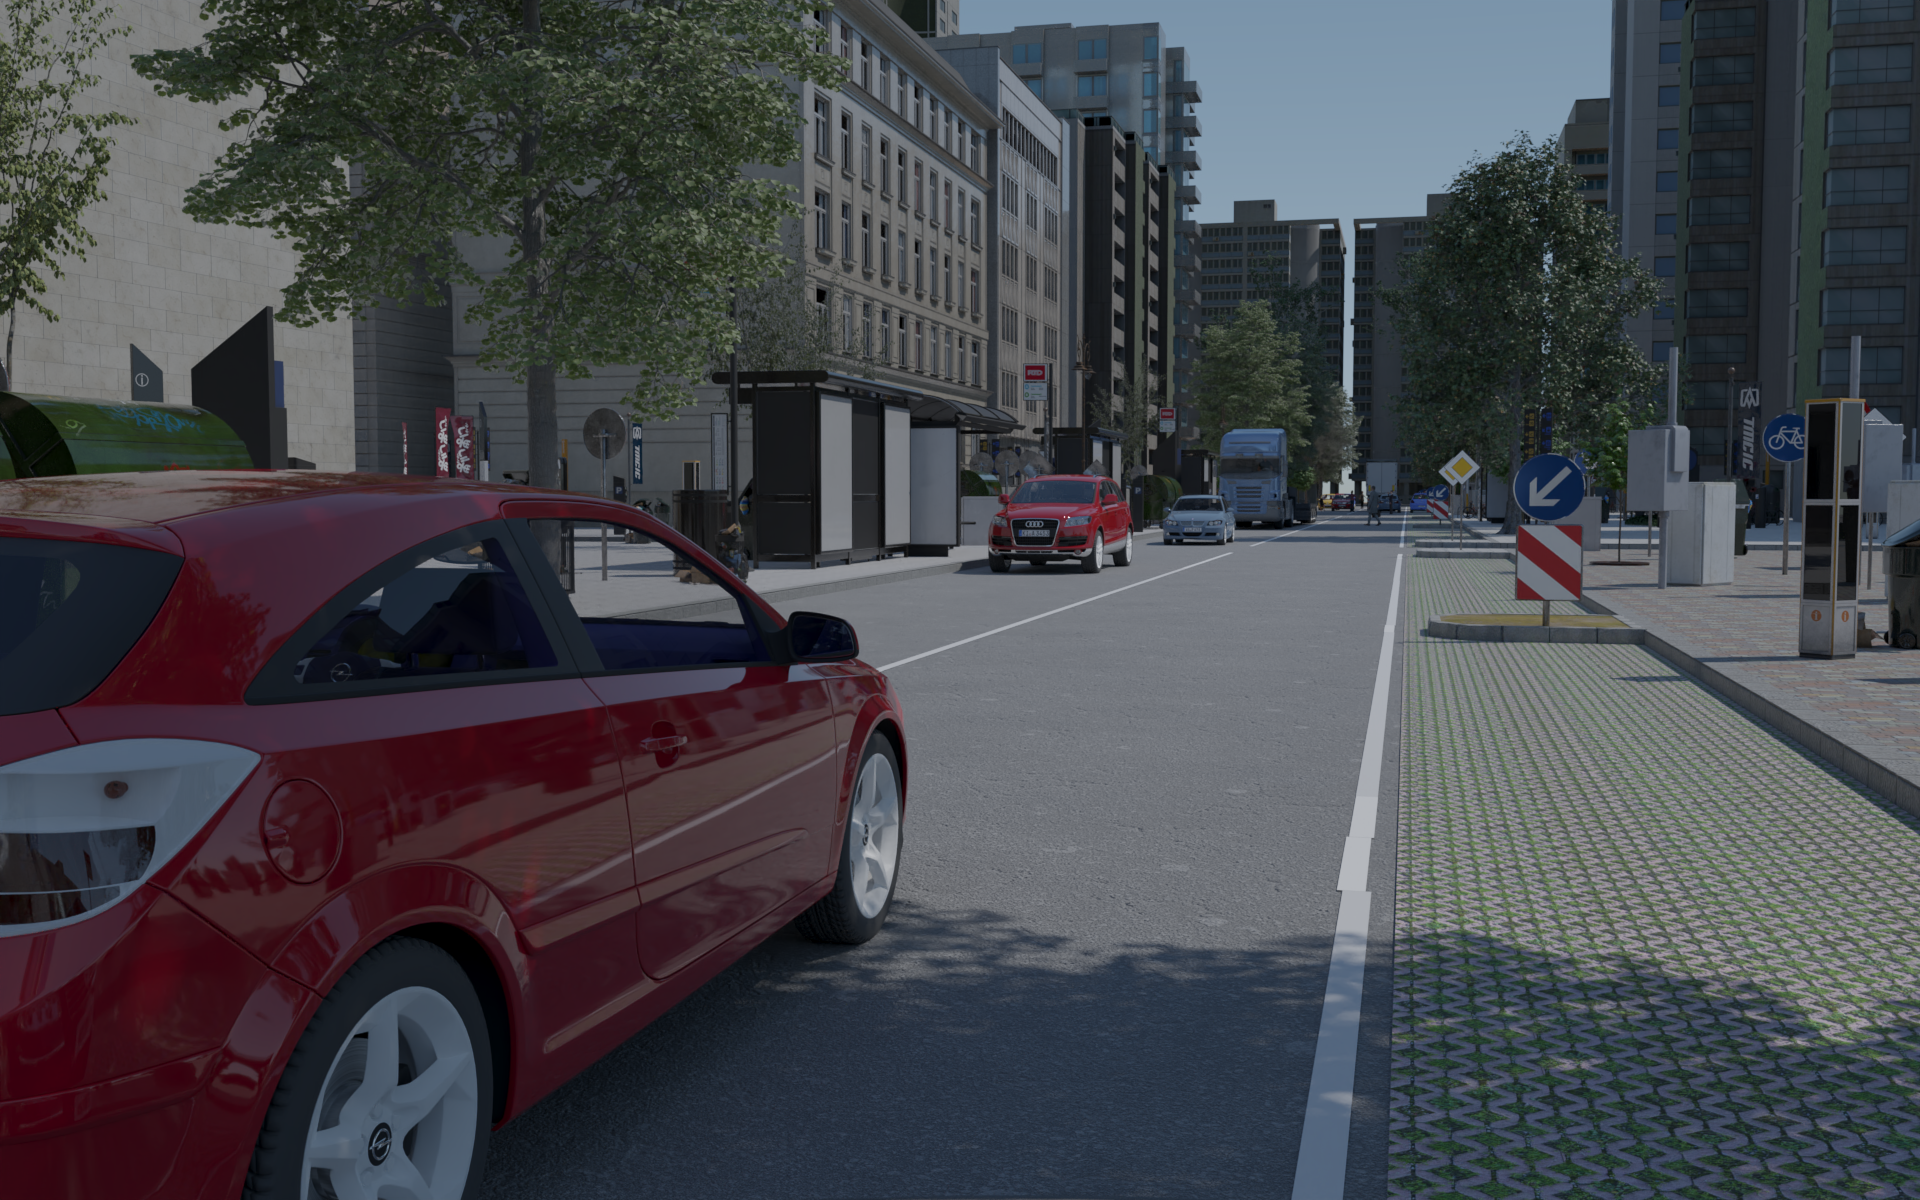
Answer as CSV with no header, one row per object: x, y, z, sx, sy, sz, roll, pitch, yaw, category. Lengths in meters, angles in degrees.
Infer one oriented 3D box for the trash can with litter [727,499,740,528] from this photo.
-7.357,-2.702,55.559,0.624,1.170,1.055,3,5,41,trash can with litter

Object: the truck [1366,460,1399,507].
35.688,-9.637,146.483,2.839,4.237,11.283,1,4,14,truck

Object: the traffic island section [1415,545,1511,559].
11.462,-1.058,39.572,2.009,0.180,2.903,1,4,14,traffic island section

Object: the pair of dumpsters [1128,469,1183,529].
7.307,-3.812,64.825,1.574,2.255,4.437,1,4,15,pair of dumpsters

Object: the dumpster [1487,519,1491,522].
25.248,-4.592,80.833,1.264,1.857,1.865,1,4,14,dumpster

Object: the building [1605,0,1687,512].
61.586,-36.235,134.440,21.231,58.520,28.212,1,4,14,building

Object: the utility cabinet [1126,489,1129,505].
10.541,-6.109,108.554,0.318,1.500,1.173,2,4,34,utility cabinet

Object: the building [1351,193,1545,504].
63.418,-32.688,226.324,23.993,40.220,32.217,1,4,14,building

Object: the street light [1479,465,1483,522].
24.273,-6.589,80.522,0.468,5.910,1.993,1,4,14,street light

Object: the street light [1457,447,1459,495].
34.080,-8.913,118.510,0.468,5.910,1.993,1,4,14,street light

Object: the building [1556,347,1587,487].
71.412,-19.415,162.473,27.650,21.520,28.899,1,4,14,building

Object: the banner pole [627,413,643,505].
-10.071,-3.887,53.566,0.401,3.779,0.863,2,4,29,banner pole

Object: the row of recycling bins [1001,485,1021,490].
2.515,-4.210,75.949,1.069,1.692,3.534,-1,4,-20,row of recycling bins

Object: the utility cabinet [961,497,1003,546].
0.551,-1.955,43.131,1.020,1.237,0.306,-1,4,-11,utility cabinet

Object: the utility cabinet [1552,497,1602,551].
13.898,-1.706,39.054,1.020,1.237,0.306,1,4,13,utility cabinet

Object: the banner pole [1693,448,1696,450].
34.787,-5.657,82.513,0.401,3.779,0.863,-1,4,-13,banner pole

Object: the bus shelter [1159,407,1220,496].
10.971,-6.437,82.876,2.179,5.291,8.768,1,4,14,bus shelter

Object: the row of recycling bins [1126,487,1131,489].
9.712,-5.589,98.498,1.069,1.692,3.534,3,4,38,row of recycling bins

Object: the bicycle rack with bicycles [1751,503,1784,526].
32.167,-3.495,70.517,2.925,0.926,2.852,0,4,-5,bicycle rack with bicycles

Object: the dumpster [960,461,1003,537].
0.307,-2.947,50.681,1.502,2.255,1.985,1,4,14,dumpster

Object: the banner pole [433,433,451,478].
-21.144,-4.931,70.633,0.863,3.779,0.401,0,4,-7,banner pole

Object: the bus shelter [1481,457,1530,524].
23.087,-4.835,72.979,2.014,3.302,5.546,1,4,14,bus shelter

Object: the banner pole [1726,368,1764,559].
15.400,-2.701,34.184,0.401,3.779,0.863,-3,4,-37,banner pole

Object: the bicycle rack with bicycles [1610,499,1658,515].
44.222,-6.185,114.508,2.852,0.926,2.925,0,4,0,bicycle rack with bicycles

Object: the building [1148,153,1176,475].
10.364,-22.975,147.335,14.160,30.474,14.107,1,4,14,building

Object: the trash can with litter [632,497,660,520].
-8.379,-2.041,44.756,0.624,1.170,1.055,-3,5,-41,trash can with litter

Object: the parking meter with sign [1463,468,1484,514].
33.399,-7.181,113.676,1.738,3.016,0.543,0,4,-6,parking meter with sign

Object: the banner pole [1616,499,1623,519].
34.729,-6.157,90.677,0.863,3.779,0.401,-3,5,-45,banner pole

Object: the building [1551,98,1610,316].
84.361,-36.089,213.752,21.600,48.544,21.300,1,4,14,building

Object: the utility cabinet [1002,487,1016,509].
1.291,-2.998,57.702,1.173,1.500,0.318,-2,4,-31,utility cabinet

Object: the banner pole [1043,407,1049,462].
2.495,-3.663,49.910,0.401,3.779,0.863,0,4,-7,banner pole

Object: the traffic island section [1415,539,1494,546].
13.464,-1.530,47.303,2.009,0.180,2.903,1,4,14,traffic island section

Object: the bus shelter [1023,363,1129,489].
3.652,-4.771,55.639,2.179,5.291,8.768,1,4,14,bus shelter

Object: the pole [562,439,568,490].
-14.685,-4.317,64.420,0.158,3.312,0.155,0,3,0,pole

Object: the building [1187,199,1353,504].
39.136,-33.014,231.657,23.993,40.220,32.217,1,4,14,building

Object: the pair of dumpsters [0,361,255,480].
-6.689,-0.551,11.510,1.574,2.255,4.437,1,4,14,pair of dumpsters

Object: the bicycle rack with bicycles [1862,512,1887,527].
34.776,-3.321,67.687,2.925,0.926,2.852,-2,4,-27,bicycle rack with bicycles

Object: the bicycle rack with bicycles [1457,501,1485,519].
27.278,-4.694,90.132,2.925,0.926,2.852,0,4,-1,bicycle rack with bicycles

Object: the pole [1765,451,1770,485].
37.754,-5.331,81.000,0.158,3.312,0.155,0,3,0,pole

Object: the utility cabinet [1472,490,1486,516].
29.580,-5.482,98.303,1.173,1.500,0.318,-2,4,-32,utility cabinet

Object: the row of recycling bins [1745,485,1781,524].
33.912,-4.176,75.390,3.534,1.692,1.069,0,4,-7,row of recycling bins

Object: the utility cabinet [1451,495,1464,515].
30.727,-5.859,106.948,0.306,1.237,1.020,-1,4,-16,utility cabinet

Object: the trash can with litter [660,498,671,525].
-10.206,-3.025,60.848,1.055,1.170,0.624,0,4,2,trash can with litter

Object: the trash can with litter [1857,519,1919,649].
7.764,-0.187,14.438,1.055,1.170,0.624,1,4,12,trash can with litter

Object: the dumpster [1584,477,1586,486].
23.663,-3.999,67.872,1.502,2.255,1.985,1,4,15,dumpster

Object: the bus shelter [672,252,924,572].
-2.871,-3.257,30.880,2.179,5.291,8.768,1,4,14,bus shelter

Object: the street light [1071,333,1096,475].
3.560,-4.721,49.981,0.468,5.910,1.993,1,4,14,street light

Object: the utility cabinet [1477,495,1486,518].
28.537,-5.048,93.691,1.020,1.237,0.306,0,4,6,utility cabinet

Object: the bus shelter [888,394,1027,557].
-0.130,-2.684,37.815,2.014,3.302,5.546,1,4,15,bus shelter

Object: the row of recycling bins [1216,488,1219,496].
16.830,-6.038,105.837,1.069,1.692,3.534,-2,4,-30,row of recycling bins

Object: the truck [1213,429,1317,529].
13.927,-5.349,77.214,2.967,4.110,18.799,1,4,16,truck

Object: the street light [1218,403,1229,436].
13.356,-7.044,87.961,0.468,5.910,1.993,1,4,14,street light

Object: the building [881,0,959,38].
-12.551,-48.935,238.331,20.611,71.187,20.563,1,4,14,building

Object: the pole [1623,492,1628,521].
31.921,-5.455,83.036,0.158,3.312,0.155,0,3,0,pole
